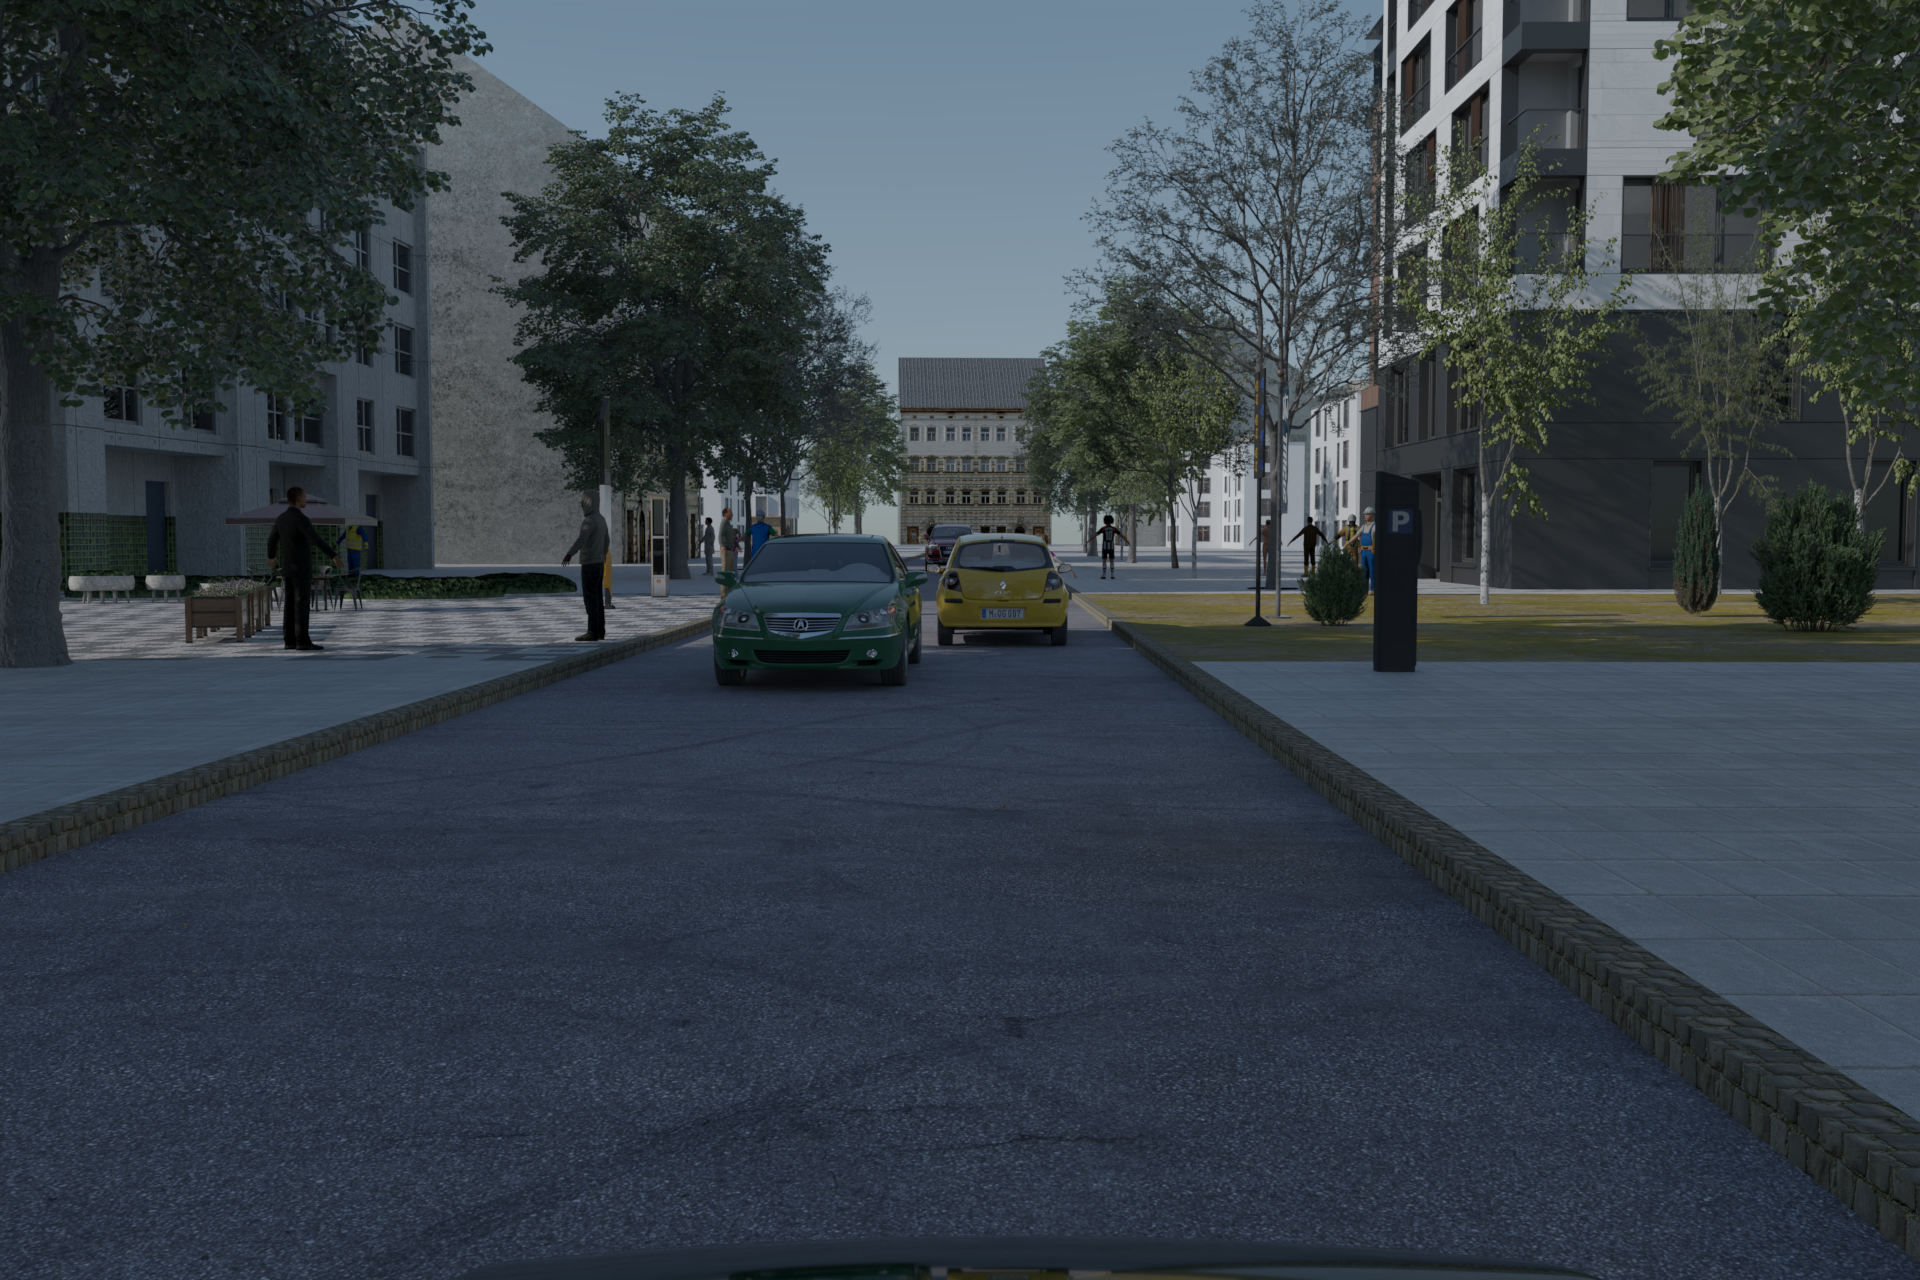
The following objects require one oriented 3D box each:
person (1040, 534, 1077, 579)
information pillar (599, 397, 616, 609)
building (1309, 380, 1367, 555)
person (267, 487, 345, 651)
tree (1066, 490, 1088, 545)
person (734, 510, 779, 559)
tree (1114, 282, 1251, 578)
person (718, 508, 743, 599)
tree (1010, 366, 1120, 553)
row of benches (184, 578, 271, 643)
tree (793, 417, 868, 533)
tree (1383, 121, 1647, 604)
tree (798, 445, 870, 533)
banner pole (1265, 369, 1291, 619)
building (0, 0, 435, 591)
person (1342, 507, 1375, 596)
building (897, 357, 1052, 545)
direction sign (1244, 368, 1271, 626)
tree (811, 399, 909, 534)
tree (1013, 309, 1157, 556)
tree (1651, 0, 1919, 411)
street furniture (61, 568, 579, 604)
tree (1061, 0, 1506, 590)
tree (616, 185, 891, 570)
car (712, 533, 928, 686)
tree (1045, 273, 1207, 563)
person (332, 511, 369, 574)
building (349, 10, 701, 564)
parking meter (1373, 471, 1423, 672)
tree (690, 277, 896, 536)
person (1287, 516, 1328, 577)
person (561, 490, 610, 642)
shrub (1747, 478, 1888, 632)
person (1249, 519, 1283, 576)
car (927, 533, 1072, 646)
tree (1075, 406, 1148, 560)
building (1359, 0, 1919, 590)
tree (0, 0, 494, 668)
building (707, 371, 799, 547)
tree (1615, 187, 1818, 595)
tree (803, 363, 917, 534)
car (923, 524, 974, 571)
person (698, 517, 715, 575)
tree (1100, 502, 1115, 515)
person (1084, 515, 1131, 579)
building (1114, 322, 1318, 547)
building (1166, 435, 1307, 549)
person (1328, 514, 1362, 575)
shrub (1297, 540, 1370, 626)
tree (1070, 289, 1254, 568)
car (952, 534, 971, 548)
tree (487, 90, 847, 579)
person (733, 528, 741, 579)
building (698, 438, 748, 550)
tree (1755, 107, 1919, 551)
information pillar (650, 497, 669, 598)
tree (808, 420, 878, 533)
[{"bbox_3d":[1.289,-0.882,26.152,0.991,1.433,0.599,2,4,26],"label":"person"},{"bbox_3d":[-6.024,-2.330,29.449,0.183,3.616,0.504,0,4,1],"label":"information pillar"},{"bbox_3d":[26.011,-9.310,94.368,9.099,9.664,28.070,0,4,1],"label":"building"},{"bbox_3d":[-7.306,-0.791,19.162,1.346,1.802,0.704,3,4,36],"label":"person"},{"bbox_3d":[14.572,-15.851,209.529,4.737,8.622,4.395,0,3,0],"label":"tree"},{"bbox_3d":[-4.427,-1.968,38.305,1.347,1.817,0.704,1,4,15],"label":"person"},{"bbox_3d":[6.799,-6.143,50.800,4.737,8.622,4.395,0,3,0],"label":"tree"},{"bbox_3d":[-4.531,-1.690,33.909,0.705,1.796,1.348,0,4,7],"label":"person"},{"bbox_3d":[8.528,-12.557,115.671,12.009,13.543,11.850,0,3,0],"label":"tree"},{"bbox_3d":[-9.383,-0.420,22.332,1.422,0.672,4.104,-1,4,-17],"label":"row of benches"},{"bbox_3d":[-6.665,-8.889,95.697,4.360,8.622,3.978,0,3,0],"label":"tree"},{"bbox_3d":[9.825,-4.956,31.390,4.737,8.622,4.395,0,3,0],"label":"tree"},{"bbox_3d":[-15.980,-18.346,210.320,12.009,13.543,11.850,0,3,0],"label":"tree"},{"bbox_3d":[4.865,-2.209,26.129,0.401,3.779,0.863,0,4,-1],"label":"banner pole"},{"bbox_3d":[-28.066,-11.070,47.459,16.747,18.905,31.486,0,4,2],"label":"building"},{"bbox_3d":[8.558,-1.861,36.282,0.705,1.847,1.347,-2,4,-33],"label":"person"},{"bbox_3d":[1.429,-23.303,214.387,18.063,23.208,19.493,0,4,-3],"label":"building"},{"bbox_3d":[4.164,-1.964,24.110,0.379,3.537,0.876,0,4,1],"label":"direction sign"},{"bbox_3d":[-7.276,-12.131,124.098,9.928,11.665,9.643,0,3,0],"label":"tree"},{"bbox_3d":[7.737,-11.817,99.867,9.857,13.997,8.962,0,3,0],"label":"tree"},{"bbox_3d":[6.526,-5.533,8.598,7.486,12.596,7.792,0,3,0],"label":"tree"},{"bbox_3d":[-12.795,-1.193,35.128,10.072,0.657,5.734,-1,4,-16],"label":"street furniture"},{"bbox_3d":[7.309,-7.903,39.585,12.009,13.543,11.850,0,3,0],"label":"tree"},{"bbox_3d":[-7.449,-9.221,61.134,12.009,13.543,11.850,0,3,0],"label":"tree"},{"bbox_3d":[-1.368,-0.371,17.872,2.131,1.459,4.920,0,4,1],"label":"car"},{"bbox_3d":[7.573,-9.675,76.305,7.486,12.596,7.792,0,3,0],"label":"tree"},{"bbox_3d":[-14.548,-2.172,41.477,1.349,1.833,0.705,2,4,35],"label":"person"},{"bbox_3d":[-23.203,-15.352,81.929,19.493,23.208,18.063,0,4,2],"label":"building"},{"bbox_3d":[4.080,-0.638,16.143,0.399,1.863,0.255,0,4,1],"label":"parking meter"},{"bbox_3d":[-7.963,-10.248,77.926,12.009,13.543,11.850,0,3,0],"label":"tree"},{"bbox_3d":[10.438,-2.790,51.761,1.346,1.812,0.704,-1,4,-14],"label":"person"},{"bbox_3d":[-4.445,-0.898,20.811,0.705,1.813,1.348,0,4,7],"label":"person"},{"bbox_3d":[11.281,-1.127,22.846,1.690,2.028,1.600,0,3,0],"label":"shrub"},{"bbox_3d":[9.427,-2.844,53.295,1.217,1.733,0.721,-2,4,-24],"label":"person"},{"bbox_3d":[0.550,-0.822,23.666,2.015,1.641,3.980,0,4,0],"label":"car"},{"bbox_3d":[7.959,-8.320,86.387,4.737,8.622,4.395,0,3,0],"label":"tree"},{"bbox_3d":[26.914,-12.930,55.382,27.936,21.610,32.646,0,4,1],"label":"building"},{"bbox_3d":[-9.174,-6.717,16.472,9.857,13.997,8.962,0,3,0],"label":"tree"},{"bbox_3d":[-22.694,-19.507,175.364,16.016,20.090,11.380,0,4,1],"label":"building"},{"bbox_3d":[16.227,-5.283,36.734,4.360,8.622,3.978,0,3,0],"label":"tree"},{"bbox_3d":[-6.707,-12.047,115.088,7.486,12.596,7.792,0,3,0],"label":"tree"},{"bbox_3d":[-0.298,-3.651,68.361,2.281,1.827,5.304,0,4,1],"label":"car"},{"bbox_3d":[-7.839,-2.918,53.892,0.705,1.806,1.347,-2,4,-26],"label":"person"},{"bbox_3d":[20.830,-17.144,214.721,7.601,10.594,8.767,0,4,4],"label":"tree"},{"bbox_3d":[4.215,-2.639,49.283,1.345,1.843,0.704,0,4,-4],"label":"person"},{"bbox_3d":[26.500,-21.599,184.078,19.493,23.208,18.063,0,4,1],"label":"building"},{"bbox_3d":[24.909,-13.334,160.165,9.099,9.664,28.070,0,4,1],"label":"building"},{"bbox_3d":[11.075,-2.641,48.956,1.354,1.858,0.705,1,4,10],"label":"person"},{"bbox_3d":[5.225,-0.802,24.230,1.383,1.207,1.383,0,3,0],"label":"shrub"},{"bbox_3d":[7.717,-7.955,64.469,7.601,10.594,8.767,1,4,18],"label":"tree"},{"bbox_3d":[0.774,-2.977,60.470,2.131,1.459,4.920,0,4,1],"label":"car"},{"bbox_3d":[-8.113,-8.701,48.911,9.857,13.997,8.962,0,3,0],"label":"tree"},{"bbox_3d":[-5.777,-2.121,43.940,0.599,1.433,0.991,-1,4,-19],"label":"person"},{"bbox_3d":[-23.508,-13.049,155.491,9.099,9.664,28.070,0,4,2],"label":"building"},{"bbox_3d":[15.457,-4.833,29.387,4.737,8.622,4.395,0,3,0],"label":"tree"},{"bbox_3d":[-6.044,-1.860,34.899,0.304,2.012,0.304,0,4,3],"label":"information pillar"},{"bbox_3d":[-7.101,-9.318,102.709,4.737,8.622,4.395,0,3,0],"label":"tree"}]
